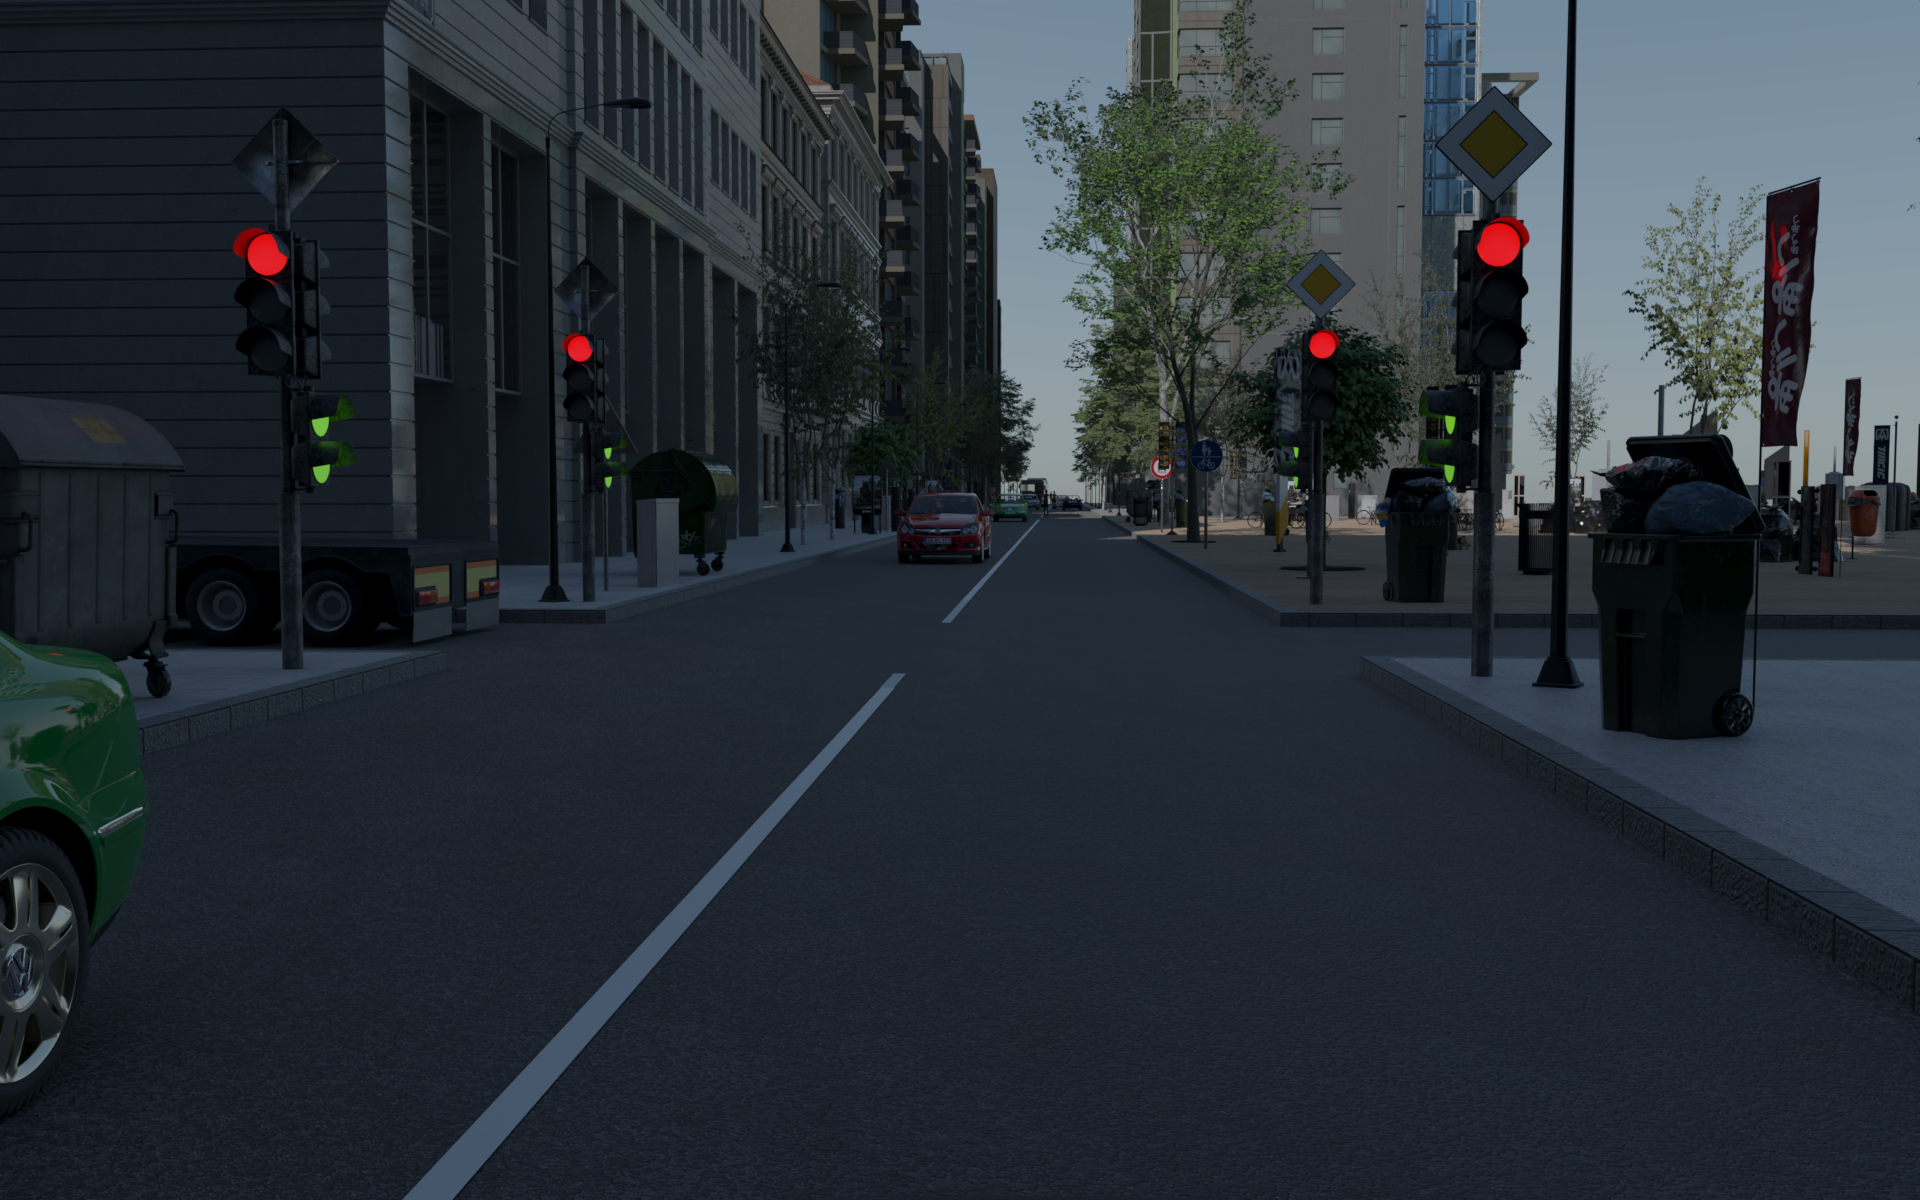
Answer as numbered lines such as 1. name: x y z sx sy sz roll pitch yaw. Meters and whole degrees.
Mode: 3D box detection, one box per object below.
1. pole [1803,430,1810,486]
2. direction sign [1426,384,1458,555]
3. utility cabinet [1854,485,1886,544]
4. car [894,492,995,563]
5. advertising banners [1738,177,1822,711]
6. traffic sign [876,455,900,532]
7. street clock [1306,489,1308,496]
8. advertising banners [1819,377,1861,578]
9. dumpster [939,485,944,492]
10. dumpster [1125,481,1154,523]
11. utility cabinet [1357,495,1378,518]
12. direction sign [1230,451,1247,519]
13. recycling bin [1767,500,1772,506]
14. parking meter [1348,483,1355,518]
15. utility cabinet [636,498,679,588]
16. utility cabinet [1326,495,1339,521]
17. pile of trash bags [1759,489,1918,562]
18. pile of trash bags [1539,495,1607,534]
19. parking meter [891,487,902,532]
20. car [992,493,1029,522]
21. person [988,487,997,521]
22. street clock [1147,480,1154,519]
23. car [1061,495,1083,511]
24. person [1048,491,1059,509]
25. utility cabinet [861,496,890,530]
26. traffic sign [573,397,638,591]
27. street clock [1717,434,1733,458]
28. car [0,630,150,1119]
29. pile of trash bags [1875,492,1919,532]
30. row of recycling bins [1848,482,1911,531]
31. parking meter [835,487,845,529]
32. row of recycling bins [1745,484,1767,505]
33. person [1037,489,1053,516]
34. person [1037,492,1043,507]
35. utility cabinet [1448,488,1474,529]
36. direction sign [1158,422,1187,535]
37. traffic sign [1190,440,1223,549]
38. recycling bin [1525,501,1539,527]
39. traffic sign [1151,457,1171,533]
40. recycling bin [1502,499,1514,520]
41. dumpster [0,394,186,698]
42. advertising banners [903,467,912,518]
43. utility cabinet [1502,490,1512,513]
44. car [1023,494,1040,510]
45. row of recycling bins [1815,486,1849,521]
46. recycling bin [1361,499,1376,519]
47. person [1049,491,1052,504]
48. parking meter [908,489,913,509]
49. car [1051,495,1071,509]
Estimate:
1. pole: 27.005 -3.759 55.309 0.158 3.312 0.155 0 3 0
2. direction sign: 10.053 -2.705 36.227 0.379 3.537 0.876 -2 4 -28
3. utility cabinet: 23.177 -2.169 44.143 1.173 1.500 0.318 -3 5 -40
4. car: -0.303 -1.726 37.261 2.155 1.783 4.494 0 4 4
5. advertising banners: 4.641 -0.885 10.665 0.090 3.025 2.074 0 4 -5
6. traffic sign: -2.450 -3.539 57.861 0.884 2.594 0.081 1 4 10
7. street clock: 16.646 -4.770 82.567 0.358 2.002 0.471 1 4 20
8. advertising banners: 13.486 -1.879 26.912 0.090 3.025 2.074 0 4 4
9. dumpster: -1.421 -4.595 80.893 1.264 1.857 1.865 0 4 3
10. dumpster: 8.121 -4.444 78.411 1.264 1.857 1.865 0 4 3
11. utility cabinet: 21.610 -4.931 91.783 1.020 1.237 0.306 2 4 25
12. direction sign: 14.565 -6.033 90.642 0.876 3.537 0.379 1 4 11
13. recycling bin: 36.197 -4.009 78.106 0.722 1.027 0.722 -2 4 -33
14. parking meter: 20.703 -5.250 91.549 0.255 1.863 0.399 -1 4 -9
15. utility cabinet: -4.231 -0.801 24.252 0.306 1.237 1.020 1 4 9
16. utility cabinet: 17.679 -4.376 82.713 1.020 1.237 0.306 -3 5 -41
17. pile of trash bags: 16.304 -1.456 33.555 3.447 1.369 1.912 -1 4 -15
18. pile of trash bags: 20.663 -2.893 57.060 3.447 1.369 1.912 -3 5 -41
19. parking meter: -2.167 -3.109 59.236 0.372 1.533 0.369 0 3 0
20. car: 2.635 -4.977 90.165 1.959 1.807 4.718 0 4 3
21. person: 1.725 -5.222 93.855 0.580 1.828 0.573 2 4 31
22. street clock: 9.734 -5.127 88.394 0.471 2.002 0.358 2 4 25
23. car: 9.818 -8.494 151.458 1.945 1.354 3.894 0 4 3
24. person: 8.916 -9.522 164.897 1.217 1.736 0.721 -2 4 -26
25. utility cabinet: -2.988 -3.068 61.318 1.020 1.237 0.306 0 4 8
26. traffic sign: -4.681 -1.397 22.841 0.884 2.594 0.081 0 4 6
27. street clock: 9.084 -1.002 20.947 0.358 2.002 0.471 -1 4 -13
28. car: -3.081 0.377 2.638 1.959 1.807 4.718 0 4 2
29. pile of trash bags: 35.172 -3.241 62.745 1.912 1.369 3.447 0 4 -3
30. row of recycling bins: 32.206 -3.251 60.274 3.534 1.692 1.069 -3 5 -45
31. parking meter: -4.448 -3.405 64.088 0.372 1.533 0.369 0 3 0
32. row of recycling bins: 33.093 -4.065 73.577 3.534 1.692 1.069 -3 4 -38
33. person: 5.690 -6.502 115.495 1.217 1.739 0.721 -2 4 -30
34. person: 7.755 -9.658 167.872 0.593 1.643 0.415 -3 5 -40
35. utility cabinet: 18.046 -3.301 62.645 0.318 1.500 1.173 -2 4 -25
36. direction sign: 6.656 -3.809 54.281 0.876 3.537 0.379 1 4 11
37. traffic sign: 5.771 -2.477 40.601 0.768 2.556 0.104 1 4 12
38. recycling bin: 22.138 -3.356 67.423 0.722 1.027 0.722 1 4 19
39. traffic sign: 6.726 -3.520 57.651 0.768 2.556 0.104 1 4 13
40. recycling bin: 27.564 -4.521 86.473 0.722 1.027 0.722 3 5 39
41. dumpster: -5.595 -0.271 10.194 1.264 1.857 1.865 0 4 3
42. advertising banners: -2.837 -5.968 93.770 0.090 3.025 2.074 -1 4 -13
43. utility cabinet: 27.878 -4.865 88.221 0.318 1.500 1.173 2 4 27
44. car: 6.166 -8.722 154.604 2.014 1.417 4.499 0 4 2
45. row of recycling bins: 42.338 -4.686 83.723 1.069 1.692 3.534 0 4 -2
46. recycling bin: 21.422 -4.787 90.820 0.722 1.027 0.722 1 4 13
47. person: 12.687 -14.211 240.859 1.348 1.822 0.705 -2 4 -35
48. parking meter: -2.356 -4.646 84.380 0.372 1.533 0.369 0 3 0
49. car: 9.860 -9.518 167.985 2.083 1.381 4.827 0 4 3
